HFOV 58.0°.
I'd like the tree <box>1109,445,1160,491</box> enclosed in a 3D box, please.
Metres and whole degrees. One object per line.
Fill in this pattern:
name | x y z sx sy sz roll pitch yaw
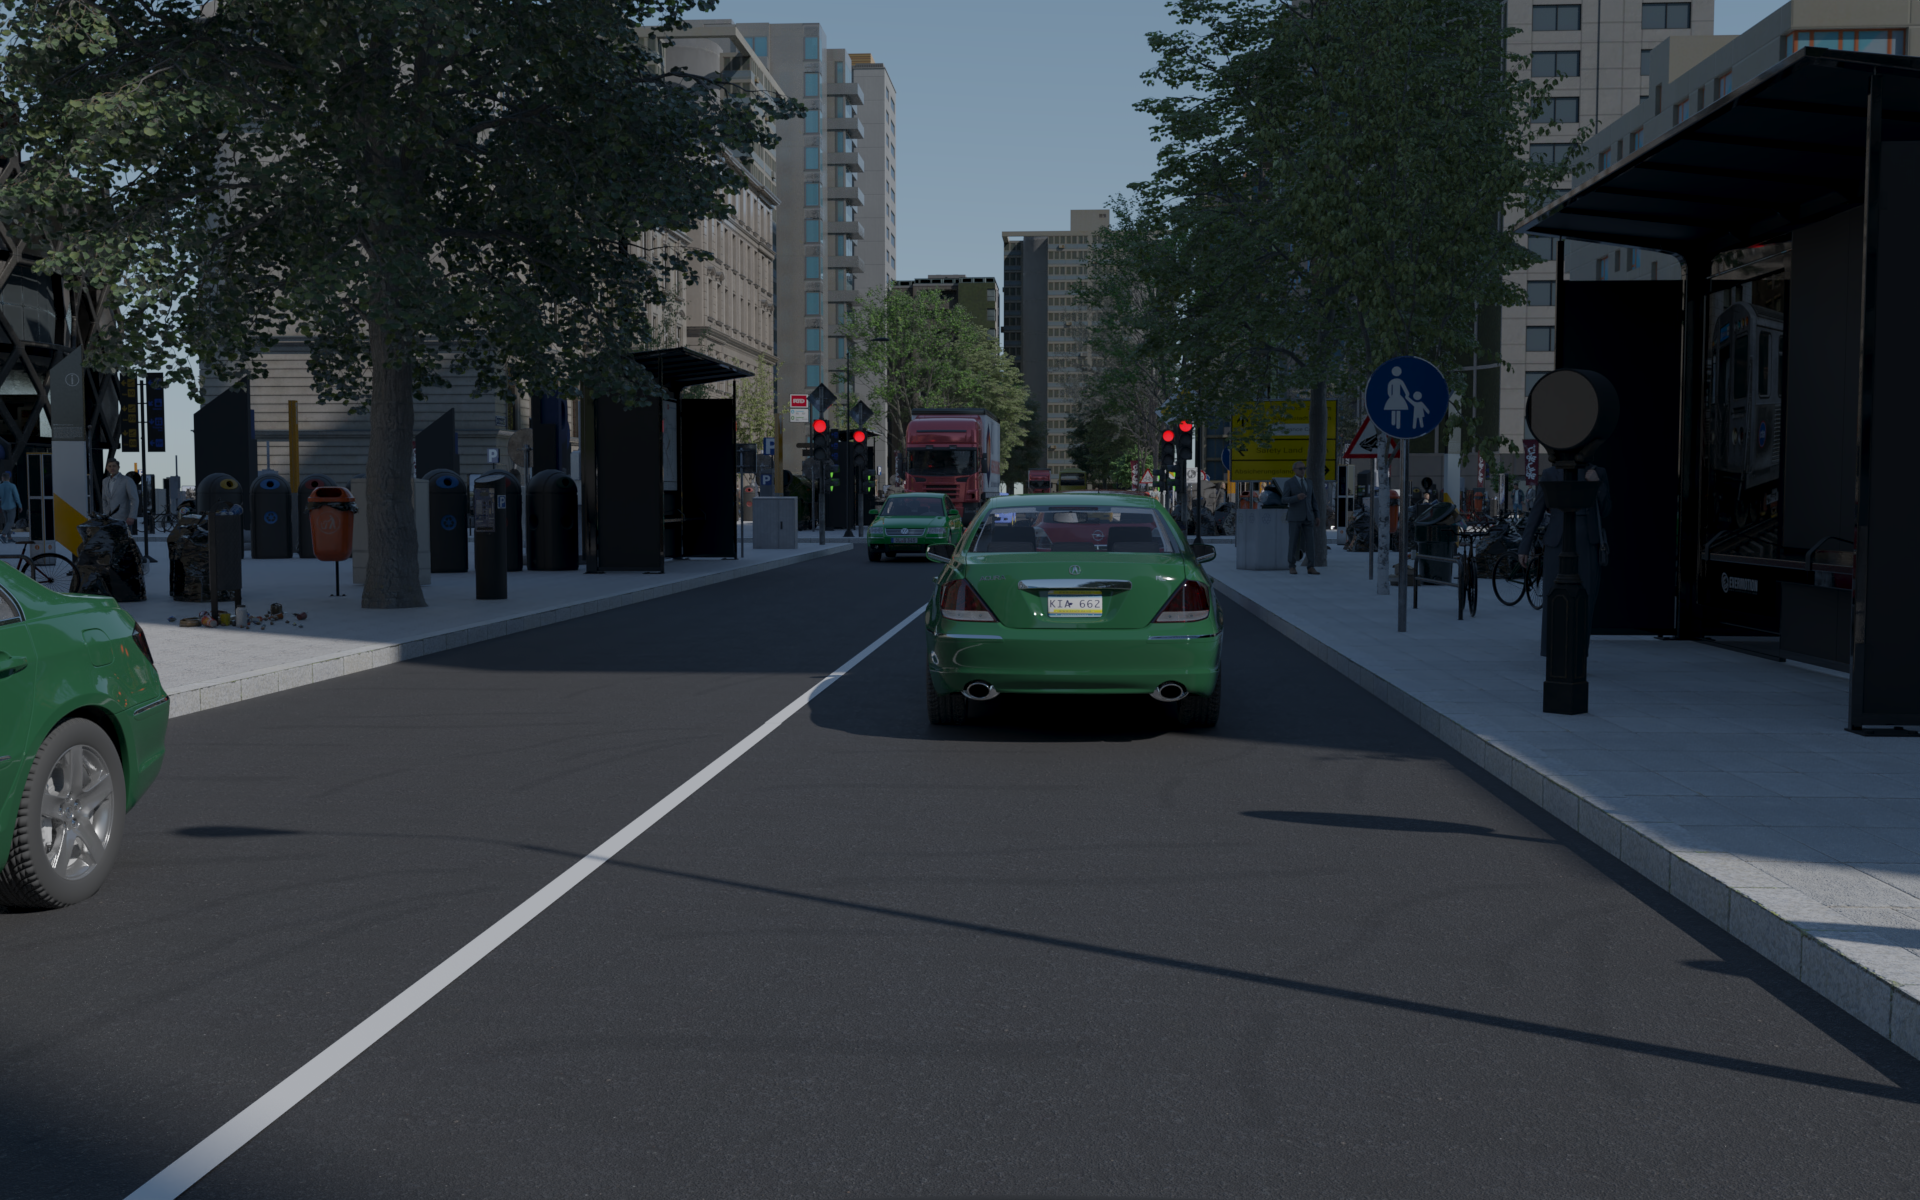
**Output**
tree | 11.337 -7.778 110.879 4.285 4.588 4.351 0 3 0

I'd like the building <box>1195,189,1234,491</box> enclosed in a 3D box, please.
building | 44.475 -35.364 232.831 28.867 44.769 22.147 0 4 4

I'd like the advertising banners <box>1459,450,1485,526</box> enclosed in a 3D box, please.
advertising banners | 20.554 -4.503 69.807 0.090 3.025 2.074 -1 4 -17

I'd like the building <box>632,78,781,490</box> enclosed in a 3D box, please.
building | -19.966 -19.389 114.271 12.463 27.353 25.104 0 4 4

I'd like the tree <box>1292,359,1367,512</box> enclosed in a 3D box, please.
tree | 19.678 -8.622 91.331 4.360 8.622 3.978 0 3 0

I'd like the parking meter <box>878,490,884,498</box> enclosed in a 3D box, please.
parking meter | -4.730 -5.852 104.094 0.372 1.533 0.369 0 3 0

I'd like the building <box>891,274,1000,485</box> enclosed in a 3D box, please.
building | -1.841 -28.097 231.079 14.107 30.474 14.160 0 4 4

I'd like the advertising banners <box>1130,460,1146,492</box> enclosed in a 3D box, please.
advertising banners | 9.739 -5.690 89.226 2.074 3.025 0.090 2 4 24

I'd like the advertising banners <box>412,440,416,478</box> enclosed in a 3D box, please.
advertising banners | -17.692 -3.747 57.449 0.090 3.025 2.074 1 4 10

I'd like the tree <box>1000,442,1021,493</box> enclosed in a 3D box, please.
tree | 4.287 -13.908 177.752 4.360 8.622 3.978 0 3 0

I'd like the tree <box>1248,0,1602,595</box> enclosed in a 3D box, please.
tree | 5.440 -4.359 21.633 4.737 8.622 4.395 0 3 0

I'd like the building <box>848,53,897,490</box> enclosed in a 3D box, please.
building | -22.987 -42.440 235.896 28.212 58.520 21.231 0 4 4

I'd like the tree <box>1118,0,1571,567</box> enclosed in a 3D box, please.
tree | 6.736 -6.864 30.357 7.486 12.596 7.792 0 3 0

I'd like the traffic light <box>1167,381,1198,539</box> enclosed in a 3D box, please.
traffic light | 5.574 -3.314 43.102 0.839 4.253 0.868 0 4 4

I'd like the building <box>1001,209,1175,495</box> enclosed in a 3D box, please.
building | 17.809 -33.478 239.244 23.993 40.220 32.217 0 4 4

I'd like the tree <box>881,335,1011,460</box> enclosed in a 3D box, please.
tree | -0.381 -10.206 101.274 7.601 10.594 8.767 3 5 44

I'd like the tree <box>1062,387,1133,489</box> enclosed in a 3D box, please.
tree | 16.470 -17.788 197.495 9.857 13.997 8.962 0 3 0

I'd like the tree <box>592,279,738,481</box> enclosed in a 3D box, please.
tree | -10.337 -6.655 59.167 4.737 8.622 4.395 0 3 0

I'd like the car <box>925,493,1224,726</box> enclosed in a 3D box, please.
car | 0.779 -0.022 12.153 2.131 1.459 4.920 0 4 3

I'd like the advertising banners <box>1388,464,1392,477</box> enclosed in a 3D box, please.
advertising banners | 24.952 -6.540 103.119 0.090 3.025 2.074 -2 4 -28

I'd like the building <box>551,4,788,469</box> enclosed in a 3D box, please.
building | -28.058 -27.450 140.696 32.217 40.220 23.993 0 4 4

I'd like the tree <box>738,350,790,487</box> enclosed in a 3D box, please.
tree | -10.732 -8.490 89.171 4.737 8.622 4.395 0 3 0

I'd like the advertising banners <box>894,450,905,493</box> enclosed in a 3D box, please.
advertising banners | -2.187 -4.498 69.733 0.090 3.025 2.074 2 4 25

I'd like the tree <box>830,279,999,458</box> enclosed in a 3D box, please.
tree | -2.376 -9.605 82.799 9.928 11.665 9.643 0 3 0

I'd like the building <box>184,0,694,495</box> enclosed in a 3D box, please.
building | -22.006 -16.194 83.857 14.460 24.649 34.723 0 4 4

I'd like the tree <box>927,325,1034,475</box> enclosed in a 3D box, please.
tree | 1.308 -12.126 116.381 7.486 12.596 7.792 0 3 0

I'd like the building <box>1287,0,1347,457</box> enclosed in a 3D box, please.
building | 33.648 -29.710 135.871 14.600 45.320 14.200 0 4 4

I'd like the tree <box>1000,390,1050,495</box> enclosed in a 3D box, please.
tree | 5.927 -18.173 203.783 9.857 13.997 8.962 0 3 0

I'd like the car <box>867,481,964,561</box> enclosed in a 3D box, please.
car | -0.946 -1.798 38.192 1.959 1.807 4.718 0 4 5

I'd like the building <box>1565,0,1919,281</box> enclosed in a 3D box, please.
building | 44.333 -13.985 73.689 28.899 21.520 27.650 0 4 4

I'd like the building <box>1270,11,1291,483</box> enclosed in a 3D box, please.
building | 33.968 -28.547 150.338 14.154 41.232 14.086 0 4 4

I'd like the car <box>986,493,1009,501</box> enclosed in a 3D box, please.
car | 1.564 -4.089 76.445 1.945 1.707 3.694 0 4 5

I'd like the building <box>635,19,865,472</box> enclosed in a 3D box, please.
building | -25.548 -34.161 178.146 30.456 49.044 23.786 0 4 4

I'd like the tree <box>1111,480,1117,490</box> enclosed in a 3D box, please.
tree | 15.042 -10.392 164.504 1.663 3.219 1.824 0 3 0

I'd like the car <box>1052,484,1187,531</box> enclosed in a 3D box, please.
car | 1.695 -0.737 21.095 2.155 1.783 4.494 0 4 5

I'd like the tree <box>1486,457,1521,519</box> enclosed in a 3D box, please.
tree | 28.164 -5.838 90.054 1.663 3.219 1.824 0 3 0

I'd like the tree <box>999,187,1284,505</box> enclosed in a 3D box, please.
tree | 7.433 -8.118 58.480 9.928 11.665 9.643 0 3 0

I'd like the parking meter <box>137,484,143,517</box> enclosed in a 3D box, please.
parking meter | -45.259 -5.488 95.447 0.255 1.863 0.399 3 5 39

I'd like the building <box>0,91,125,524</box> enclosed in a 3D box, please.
building | -47.500 -12.763 76.125 16.811 18.784 16.820 0 4 4

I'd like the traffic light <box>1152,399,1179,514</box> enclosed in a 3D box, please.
traffic light | 6.100 -3.801 51.070 0.839 4.253 0.868 0 4 4

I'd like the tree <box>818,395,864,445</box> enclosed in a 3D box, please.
tree | -8.209 -10.683 125.027 4.737 8.622 4.395 0 3 0

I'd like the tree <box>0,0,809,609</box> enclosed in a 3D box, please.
tree | -6.418 -6.895 19.385 9.857 13.997 8.962 0 3 0

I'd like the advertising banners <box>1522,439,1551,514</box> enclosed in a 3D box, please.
advertising banners | 18.793 -3.576 54.659 2.074 3.025 0.090 2 4 25

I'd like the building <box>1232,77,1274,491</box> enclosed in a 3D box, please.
building | 39.784 -31.613 171.504 22.147 44.769 28.867 0 4 4

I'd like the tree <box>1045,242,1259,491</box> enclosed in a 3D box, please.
tree | 8.970 -10.354 79.650 12.009 13.543 11.850 0 3 0

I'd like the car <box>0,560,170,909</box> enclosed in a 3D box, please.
car | -4.025 0.433 4.726 2.131 1.459 4.920 0 4 2

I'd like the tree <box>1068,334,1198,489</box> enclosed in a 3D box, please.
tree | 10.559 -10.237 101.790 7.601 10.594 8.767 -1 4 -17

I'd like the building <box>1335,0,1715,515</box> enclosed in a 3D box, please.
building | 35.047 -41.258 112.820 20.563 71.187 20.611 0 4 4

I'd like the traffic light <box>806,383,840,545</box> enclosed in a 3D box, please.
traffic light | -3.468 -3.349 43.681 0.839 4.253 0.868 0 4 4

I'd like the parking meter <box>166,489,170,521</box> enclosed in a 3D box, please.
parking meter | -36.311 -4.324 79.115 0.372 1.533 0.369 0 3 0

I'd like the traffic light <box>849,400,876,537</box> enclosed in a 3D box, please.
traffic light | -2.942 -3.837 51.649 0.839 4.253 0.868 0 4 4
